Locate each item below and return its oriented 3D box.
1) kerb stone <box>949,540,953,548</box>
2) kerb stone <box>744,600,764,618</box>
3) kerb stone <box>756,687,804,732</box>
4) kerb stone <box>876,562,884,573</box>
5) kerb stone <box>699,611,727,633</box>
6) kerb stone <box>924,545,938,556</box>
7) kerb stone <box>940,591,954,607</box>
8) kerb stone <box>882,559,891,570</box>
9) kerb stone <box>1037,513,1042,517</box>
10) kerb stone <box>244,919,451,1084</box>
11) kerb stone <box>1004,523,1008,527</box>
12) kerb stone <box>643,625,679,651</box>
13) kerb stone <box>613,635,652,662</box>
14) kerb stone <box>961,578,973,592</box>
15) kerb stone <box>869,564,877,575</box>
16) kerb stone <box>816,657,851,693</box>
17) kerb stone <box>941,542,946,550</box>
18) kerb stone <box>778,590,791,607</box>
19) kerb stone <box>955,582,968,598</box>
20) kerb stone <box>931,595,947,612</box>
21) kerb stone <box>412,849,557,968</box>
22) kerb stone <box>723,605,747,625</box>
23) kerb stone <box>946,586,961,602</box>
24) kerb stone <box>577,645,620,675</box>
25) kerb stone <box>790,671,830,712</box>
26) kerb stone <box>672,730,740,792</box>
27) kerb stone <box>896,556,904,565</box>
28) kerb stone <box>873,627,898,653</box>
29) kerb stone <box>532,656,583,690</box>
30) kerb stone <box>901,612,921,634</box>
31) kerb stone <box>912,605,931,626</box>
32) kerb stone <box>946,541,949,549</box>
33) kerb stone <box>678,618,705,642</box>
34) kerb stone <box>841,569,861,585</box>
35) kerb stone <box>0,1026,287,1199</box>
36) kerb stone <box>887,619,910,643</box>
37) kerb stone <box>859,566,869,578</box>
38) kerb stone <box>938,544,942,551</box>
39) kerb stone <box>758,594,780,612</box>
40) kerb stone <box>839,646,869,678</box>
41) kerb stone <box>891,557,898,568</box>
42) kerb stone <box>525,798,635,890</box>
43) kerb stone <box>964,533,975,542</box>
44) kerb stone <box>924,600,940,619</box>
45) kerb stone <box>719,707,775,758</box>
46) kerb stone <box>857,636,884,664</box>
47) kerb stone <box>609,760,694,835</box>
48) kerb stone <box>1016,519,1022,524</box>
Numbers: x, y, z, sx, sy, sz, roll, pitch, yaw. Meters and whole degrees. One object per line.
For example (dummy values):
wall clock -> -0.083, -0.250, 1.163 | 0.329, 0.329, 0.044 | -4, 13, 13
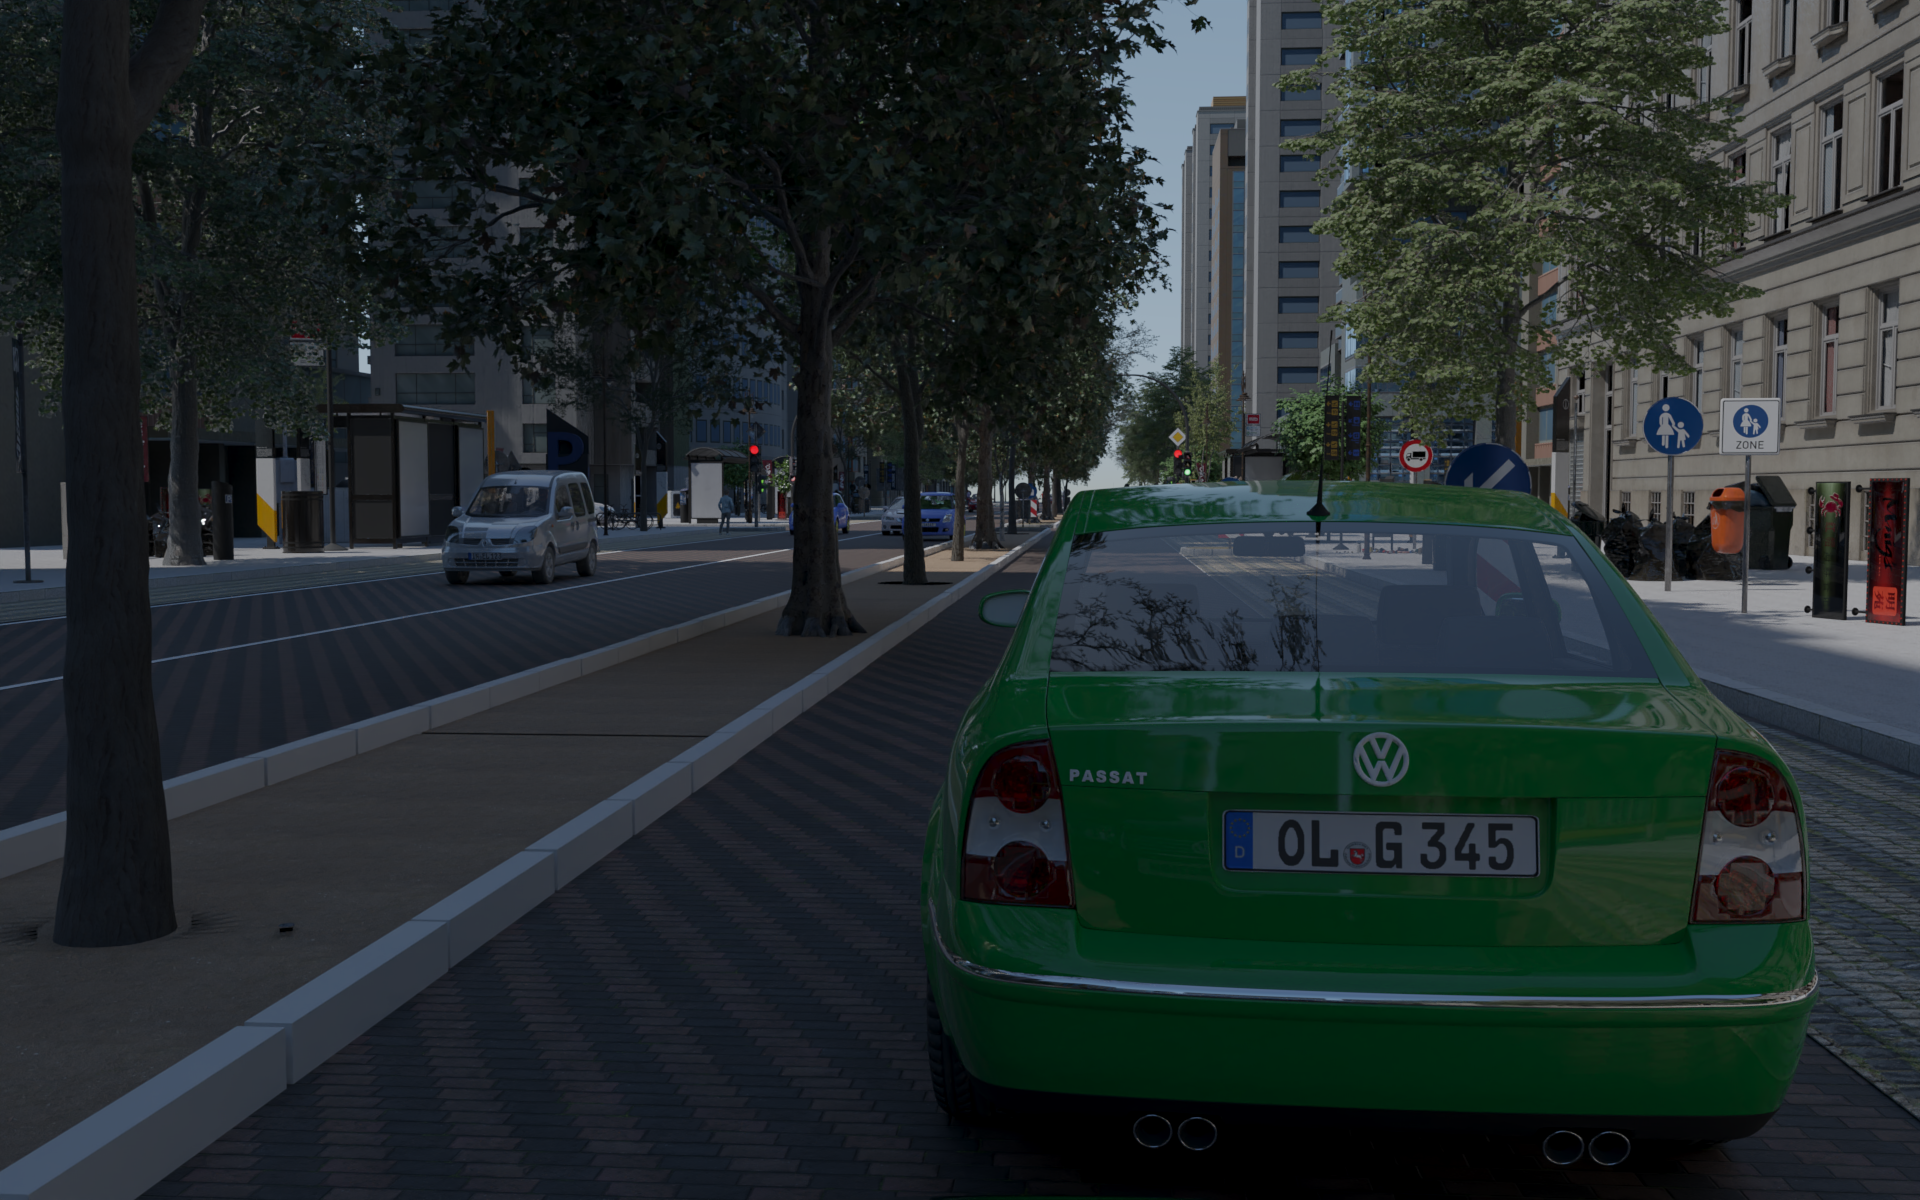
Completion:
kerb stone -> -0.360, -1.441, 45.757 | 0.120, 0.150, 1.000 | 0, 4, 5
kerb stone -> -2.471, 0.130, 20.189 | 0.120, 0.150, 1.000 | 0, 4, 5
kerb stone -> -1.136, 0.694, 10.853 | 0.120, 0.150, 1.000 | 0, 4, 5
kerb stone -> -1.552, -0.566, 31.451 | 0.120, 0.150, 1.000 | 0, 4, 5
kerb stone -> -2.637, 0.248, 18.139 | 0.120, 0.150, 1.000 | 0, 4, 5
kerb stone -> -0.704, -1.191, 41.676 | 0.120, 0.150, 1.000 | 0, 4, 5
kerb stone -> -0.210, 0.015, 22.071 | 0.120, 0.150, 1.000 | 0, 4, 5
kerb stone -> -1.458, -0.629, 32.472 | 0.120, 0.150, 1.000 | 0, 4, 5
kerb stone -> 5.406, -5.722, 115.753 | 0.120, 0.150, 1.000 | 0, 4, 5
kerb stone -> -1.637, 1.070, 4.703 | 0.120, 0.150, 1.000 | 0, 4, 5
kerb stone -> 2.125, -3.279, 75.896 | 0.120, 0.150, 1.000 | 0, 4, 5
kerb stone -> -2.812, 0.373, 16.095 | 0.120, 0.150, 1.000 | 0, 4, 5
kerb stone -> -2.893, 0.441, 15.075 | 0.120, 0.150, 1.000 | 0, 4, 5
kerb stone -> 0.054, -0.178, 25.129 | 0.120, 0.150, 1.000 | 0, 4, 5
kerb stone -> -1.633, -0.503, 30.432 | 0.120, 0.150, 1.000 | 0, 4, 5
kerb stone -> -0.960, 0.569, 12.890 | 0.120, 0.150, 1.000 | 0, 4, 5
kerb stone -> -0.532, -1.312, 43.717 | 0.120, 0.150, 1.000 | 0, 4, 5
kerb stone -> -2.296, -0.001, 22.226 | 0.120, 0.150, 1.000 | 0, 4, 5
kerb stone -> -0.029, -0.117, 24.110 | 0.120, 0.150, 1.000 | 0, 4, 5
kerb stone -> -0.293, 0.070, 21.051 | 0.120, 0.150, 1.000 | 0, 4, 5
kerb stone -> -1.558, 1.010, 5.730 | 0.120, 0.150, 1.000 | 0, 4, 5
kerb stone -> -2.548, 0.185, 19.169 | 0.120, 0.150, 1.000 | 0, 4, 5
kerb stone -> -0.121, -0.055, 23.092 | 0.120, 0.150, 1.000 | 0, 4, 5
kerb stone -> -2.975, 0.504, 14.056 | 0.120, 0.150, 1.000 | 0, 4, 5
kerb stone -> -1.046, 0.634, 11.872 | 0.120, 0.150, 1.000 | 0, 4, 5
kerb stone -> -1.297, 0.819, 8.804 | 0.120, 0.150, 1.000 | 0, 4, 5
kerb stone -> -1.288, -0.754, 34.520 | 0.120, 0.150, 1.000 | 0, 4, 5
kerb stone -> -0.711, 0.383, 15.947 | 0.120, 0.150, 1.000 | 0, 4, 5
kerb stone -> -3.063, 0.560, 13.037 | 0.120, 0.150, 1.000 | 0, 4, 5
kerb stone -> -0.540, 0.262, 17.990 | 0.120, 0.150, 1.000 | 0, 4, 5
kerb stone -> -0.458, 0.195, 19.008 | 0.120, 0.150, 1.000 | 0, 4, 5
kerb stone -> -0.450, -1.379, 44.739 | 0.120, 0.150, 1.000 | 0, 4, 5
kerb stone -> -2.720, 0.316, 17.114 | 0.120, 0.150, 1.000 | 0, 4, 5
kerb stone -> -1.795, -0.379, 28.386 | 0.120, 0.150, 1.000 | 0, 4, 5
kerb stone -> -1.724, 1.133, 3.677 | 0.120, 0.150, 1.000 | 0, 4, 5
kerb stone -> -0.626, 0.320, 16.969 | 0.120, 0.150, 1.000 | 0, 4, 5
kerb stone -> -1.714, -0.441, 29.408 | 0.120, 0.150, 1.000 | 0, 4, 5
kerb stone -> -0.617, -1.245, 42.695 | 0.120, 0.150, 1.000 | 0, 4, 5
kerb stone -> -2.390, 0.061, 21.207 | 0.120, 0.150, 1.000 | 0, 4, 5
kerb stone -> -0.875, 0.507, 13.909 | 0.120, 0.150, 1.000 | 0, 4, 5
kerb stone -> -1.371, -0.687, 33.495 | 0.120, 0.150, 1.000 | 0, 4, 5
kerb stone -> -1.472, 0.944, 6.757 | 0.120, 0.150, 1.000 | 0, 4, 5
kerb stone -> 0.303, -1.937, 53.929 | 0.120, 0.150, 1.000 | 0, 4, 5
kerb stone -> -0.368, 0.132, 20.032 | 0.120, 0.150, 1.000 | 0, 4, 5
kerb stone -> -1.219, 0.757, 9.823 | 0.120, 0.150, 1.000 | 0, 4, 5
kerb stone -> -0.797, 0.448, 14.928 | 0.120, 0.150, 1.000 | 0, 4, 5
kerb stone -> -1.384, 0.882, 7.776 | 0.120, 0.150, 1.000 | 0, 4, 5
kerb stone -> 3.043, -3.971, 87.123 | 0.120, 0.150, 1.000 | 0, 4, 5
